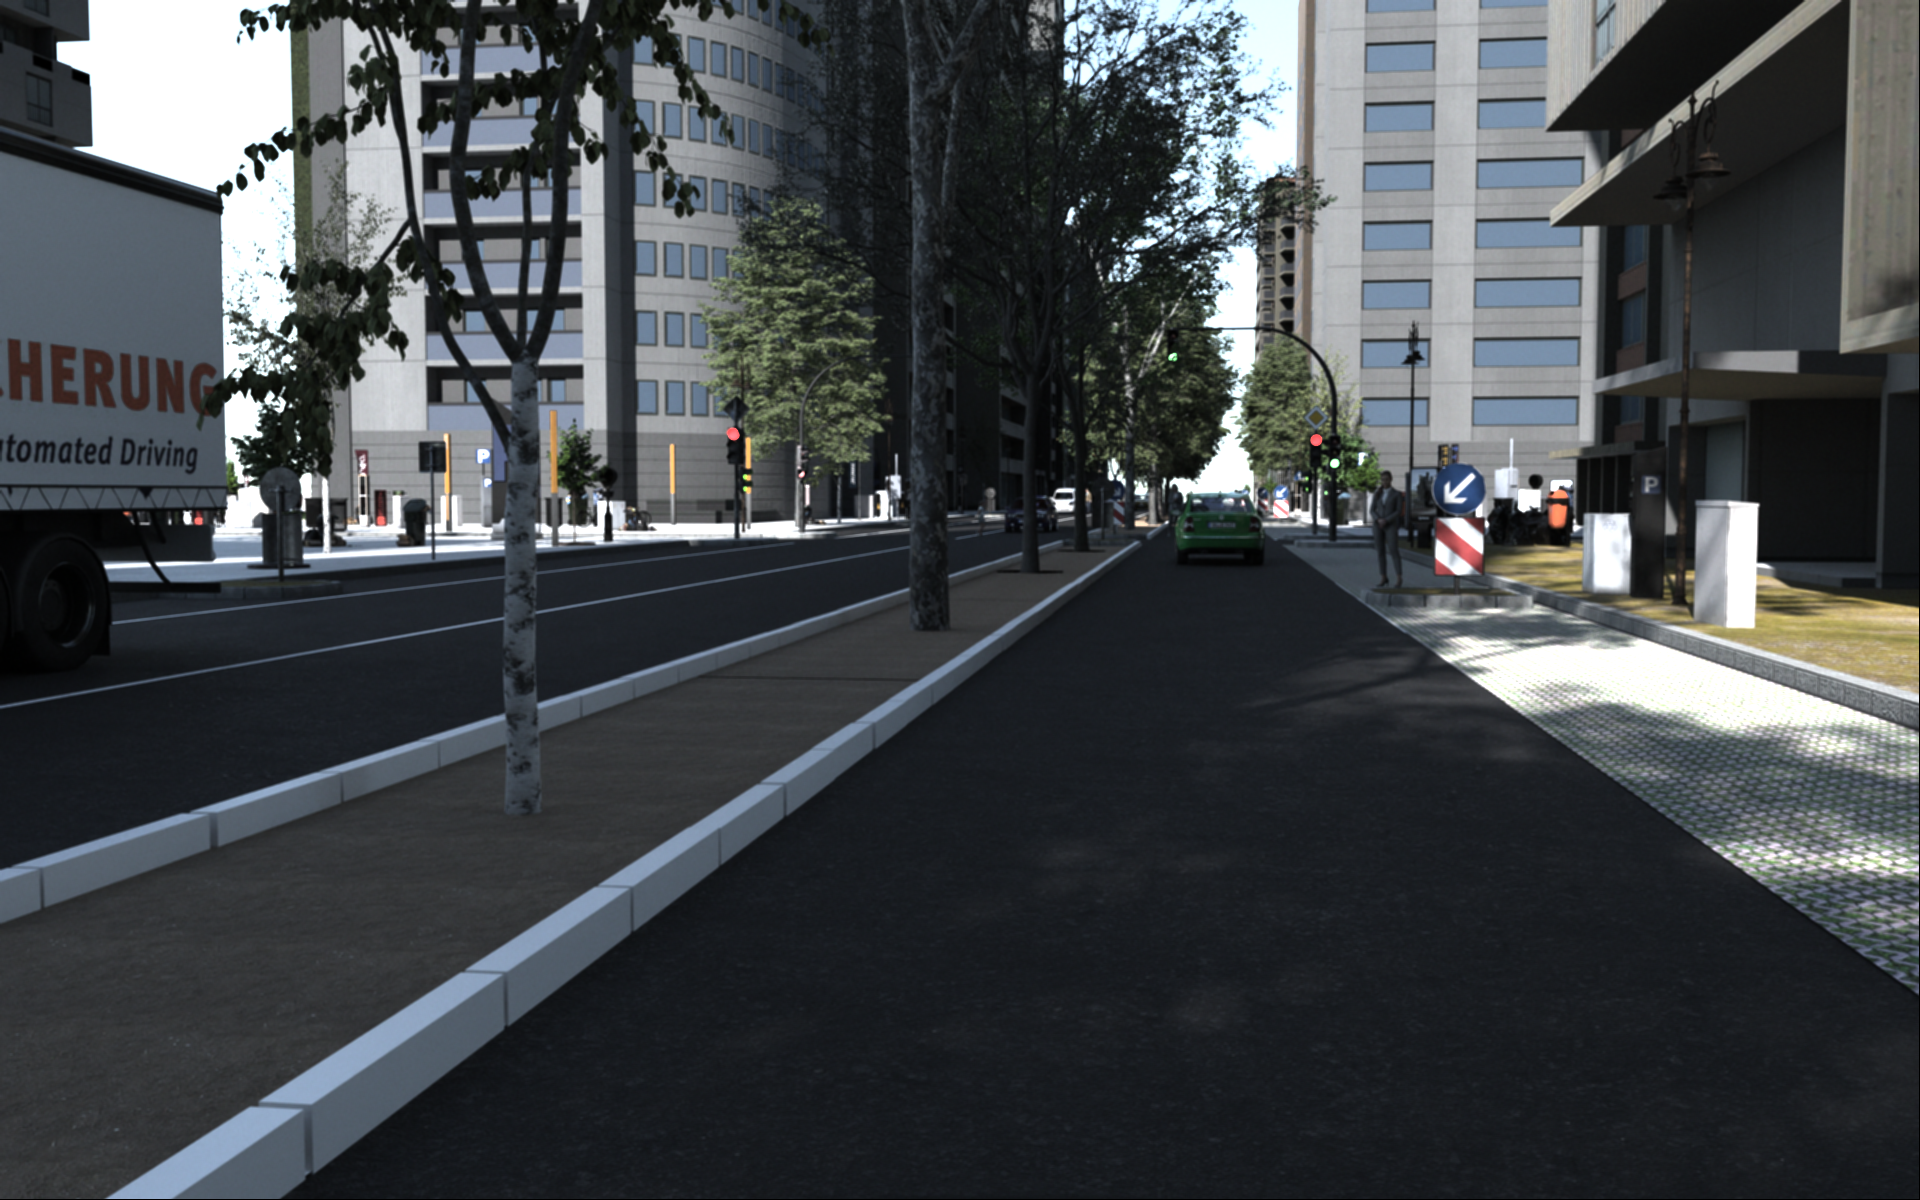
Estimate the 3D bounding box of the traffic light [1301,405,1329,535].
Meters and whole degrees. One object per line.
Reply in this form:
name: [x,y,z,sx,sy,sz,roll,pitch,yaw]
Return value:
traffic light: [11.238,-4.033,54.853,0.839,4.253,0.868,1,4,8]

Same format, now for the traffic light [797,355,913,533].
traffic light: [-3.124,-5.032,56.935,4.771,5.953,1.251,1,4,8]

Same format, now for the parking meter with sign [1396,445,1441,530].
parking meter with sign: [16.197,-4.002,61.689,1.738,3.016,0.543,1,4,12]

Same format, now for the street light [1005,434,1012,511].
street light: [3.717,-9.830,133.509,0.468,5.910,1.993,1,4,8]

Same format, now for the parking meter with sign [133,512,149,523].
parking meter with sign: [-35.968,-4.929,76.845,0.543,3.016,1.738,1,4,16]

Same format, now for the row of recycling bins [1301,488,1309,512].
row of recycling bins: [24.900,-7.236,125.413,1.069,1.692,3.534,1,4,9]

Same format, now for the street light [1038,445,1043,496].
street light: [7.349,-11.373,158.730,0.468,5.910,1.993,1,4,8]

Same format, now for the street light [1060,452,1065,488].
street light: [10.918,-12.927,184.136,0.468,5.910,1.993,1,4,8]

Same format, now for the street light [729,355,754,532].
street light: [-7.239,-5.196,57.737,0.468,5.910,1.993,1,4,8]

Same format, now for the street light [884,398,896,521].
street light: [-3.402,-6.762,83.338,0.468,5.910,1.993,1,4,8]

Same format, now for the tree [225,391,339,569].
tree: [-11.982,-2.171,30.101,1.663,3.219,1.824,0,3,0]

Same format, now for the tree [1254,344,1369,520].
tree: [18.034,-8.312,86.264,4.737,8.622,4.395,0,3,0]

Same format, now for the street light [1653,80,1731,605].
street light: [8.360,-2.884,19.937,0.468,5.910,1.993,1,4,8]

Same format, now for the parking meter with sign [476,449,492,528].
parking meter with sign: [-18.228,-4.305,66.652,0.543,3.016,1.738,-1,4,-22]

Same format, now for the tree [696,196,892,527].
tree: [-6.644,-9.099,66.888,7.486,12.596,7.792,0,3,0]

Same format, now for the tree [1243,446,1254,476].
tree: [37.339,-16.280,216.545,4.737,8.622,4.395,0,3,0]

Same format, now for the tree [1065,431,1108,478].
tree: [14.364,-16.713,207.676,8.767,10.594,7.601,0,4,6]

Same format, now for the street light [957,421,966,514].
street light: [0.165,-8.333,109.025,0.468,5.910,1.993,1,4,8]

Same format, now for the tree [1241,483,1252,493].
tree: [44.185,-16.683,267.369,1.663,3.219,1.824,0,3,0]

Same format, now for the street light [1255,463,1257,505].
street light: [34.780,-14.137,203.934,0.468,5.910,1.993,1,4,8]

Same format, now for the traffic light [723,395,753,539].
traffic light: [-6.346,-3.693,49.295,0.839,4.253,0.868,1,4,8]

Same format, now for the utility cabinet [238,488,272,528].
utility cabinet: [-26.570,-3.464,65.310,1.173,1.500,0.318,0,4,7]

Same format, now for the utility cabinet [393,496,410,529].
utility cabinet: [-20.904,-3.286,64.893,0.306,1.237,1.020,0,4,2]

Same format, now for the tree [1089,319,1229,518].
tree: [13.096,-12.465,112.921,9.857,13.997,8.962,0,3,0]

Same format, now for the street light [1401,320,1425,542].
street light: [12.080,-4.496,46.298,0.468,5.910,1.993,1,4,8]

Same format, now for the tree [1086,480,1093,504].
tree: [17.843,-14.601,233.321,1.663,3.219,1.824,0,3,0]

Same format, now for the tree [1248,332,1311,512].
tree: [22.661,-12.472,122.039,7.486,12.596,7.792,0,3,0]

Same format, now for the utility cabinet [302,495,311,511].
utility cabinet: [-34.188,-4.910,91.446,1.020,1.237,0.306,1,4,18]

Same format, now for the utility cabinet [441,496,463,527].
utility cabinet: [-19.932,-3.472,67.922,1.020,1.237,0.306,3,5,39]

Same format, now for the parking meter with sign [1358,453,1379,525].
parking meter with sign: [17.452,-4.719,73.412,0.543,3.016,1.738,3,4,37]

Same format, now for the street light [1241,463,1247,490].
street light: [43.023,-17.632,261.068,0.468,5.910,1.993,1,4,8]

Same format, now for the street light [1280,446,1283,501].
street light: [23.964,-9.529,128.592,0.468,5.910,1.993,1,4,8]

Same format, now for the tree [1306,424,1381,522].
tree: [18.044,-5.974,81.388,4.285,4.588,4.351,0,3,0]

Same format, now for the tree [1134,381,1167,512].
tree: [10.853,-8.752,95.906,4.737,8.622,4.395,0,3,0]

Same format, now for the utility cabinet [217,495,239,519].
utility cabinet: [-37.214,-4.703,88.056,1.020,1.237,0.306,0,4,5]

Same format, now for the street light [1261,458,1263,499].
street light: [31.180,-12.595,178.708,0.468,5.910,1.993,1,4,8]

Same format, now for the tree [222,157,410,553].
tree: [-13.901,-5.306,37.108,4.360,8.622,3.978,0,3,0]

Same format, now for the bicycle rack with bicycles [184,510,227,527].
bicycle rack with bicycles: [-28.681,-3.331,67.839,2.925,0.926,2.852,3,5,41]

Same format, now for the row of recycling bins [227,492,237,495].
row of recycling bins: [-47.526,-6.570,114.528,1.069,1.692,3.534,2,4,28]

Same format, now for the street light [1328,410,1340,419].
street light: [16.590,-6.374,77.008,0.468,5.910,1.993,1,4,8]

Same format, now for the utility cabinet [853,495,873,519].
utility cabinet: [-5.082,-4.883,91.006,1.020,1.237,0.306,-1,4,-19]

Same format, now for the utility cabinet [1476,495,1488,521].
utility cabinet: [25.215,-4.438,83.729,0.306,1.237,1.020,2,4,31]

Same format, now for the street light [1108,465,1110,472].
street light: [22.929,-17.954,266.339,0.468,5.910,1.993,1,4,8]

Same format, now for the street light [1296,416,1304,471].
street light: [20.207,-7.963,102.980,0.468,5.910,1.993,1,4,8]

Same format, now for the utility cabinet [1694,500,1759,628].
utility cabinet: [7.560,-0.363,17.098,0.306,1.237,1.020,0,4,7]

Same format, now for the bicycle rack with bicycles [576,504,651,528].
bicycle rack with bicycles: [-13.122,-3.215,65.955,2.925,0.926,2.852,-1,4,-16]

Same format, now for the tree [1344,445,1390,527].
tree: [15.876,-4.477,67.797,1.663,3.219,1.824,0,3,0]

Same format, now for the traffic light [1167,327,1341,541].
traffic light: [8.015,-4.430,47.106,4.771,5.953,1.251,1,4,8]

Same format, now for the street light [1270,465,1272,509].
street light: [27.514,-11.022,153.001,0.468,5.910,1.993,1,4,8]

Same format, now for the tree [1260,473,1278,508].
tree: [28.747,-10.140,160.385,1.663,3.219,1.824,0,3,0]

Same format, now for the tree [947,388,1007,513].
tree: [1.463,-10.363,119.803,4.360,8.622,3.978,0,3,0]

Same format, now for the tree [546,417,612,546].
tree: [-9.597,-3.000,43.645,1.663,3.219,1.824,0,3,0]
